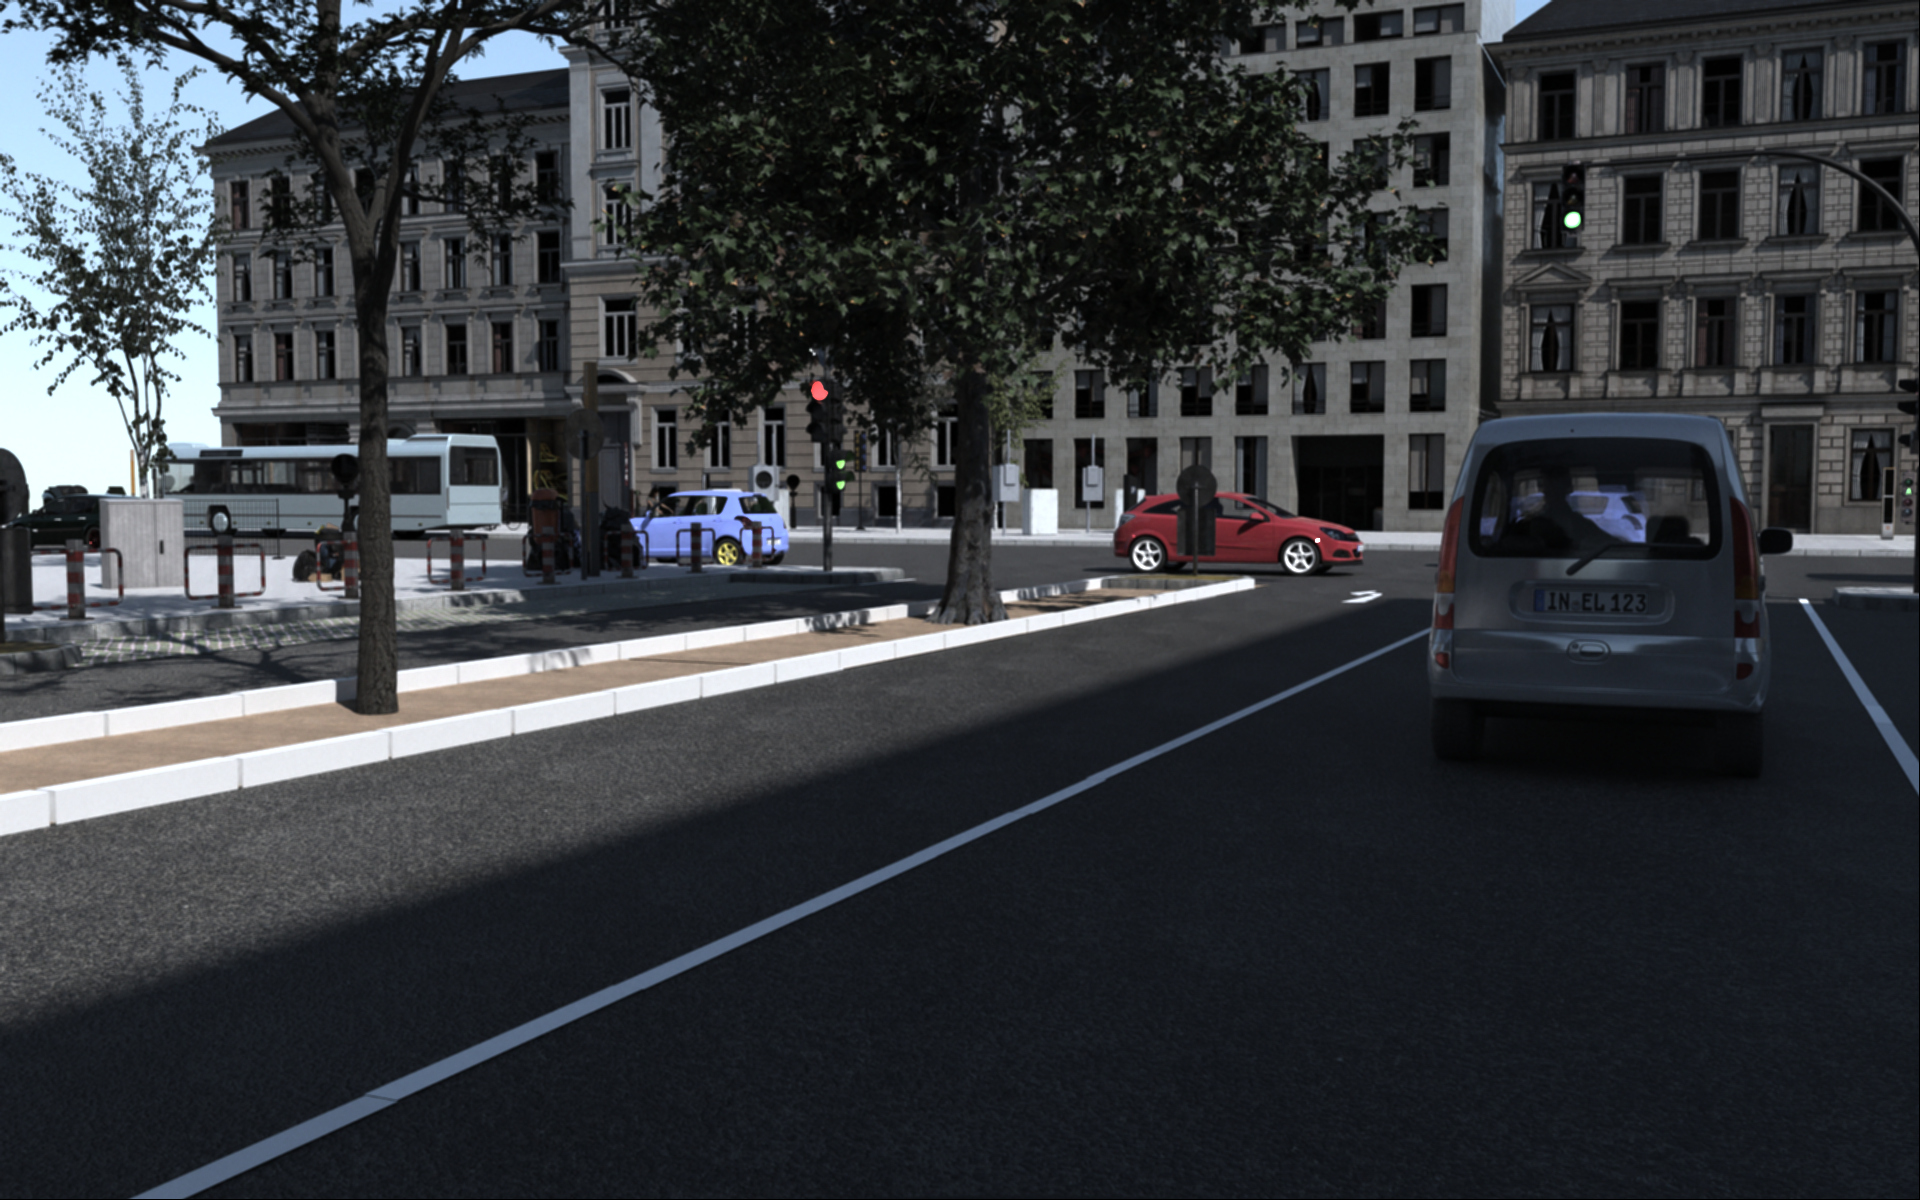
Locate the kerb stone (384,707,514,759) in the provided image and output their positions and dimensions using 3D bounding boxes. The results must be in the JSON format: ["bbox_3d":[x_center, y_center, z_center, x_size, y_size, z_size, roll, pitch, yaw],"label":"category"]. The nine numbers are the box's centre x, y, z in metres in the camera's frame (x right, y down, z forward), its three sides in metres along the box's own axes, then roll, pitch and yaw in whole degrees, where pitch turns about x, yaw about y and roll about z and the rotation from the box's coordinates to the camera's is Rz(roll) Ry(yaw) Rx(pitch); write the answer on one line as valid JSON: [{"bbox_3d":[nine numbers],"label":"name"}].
[{"bbox_3d":[-2.924,0.756,9.851,0.120,0.150,1.000,2,4,24],"label":"kerb stone"}]

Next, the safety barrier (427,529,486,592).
[{"bbox_3d":[-6.648,-0.527,22.894,0.300,0.817,1.120,2,4,24],"label":"safety barrier"}]

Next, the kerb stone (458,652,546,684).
[{"bbox_3d":[-3.605,0.534,13.471,0.120,0.150,1.000,2,4,24],"label":"kerb stone"}]

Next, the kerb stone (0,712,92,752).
[{"bbox_3d":[-5.281,0.762,9.730,0.120,0.150,1.000,2,4,24],"label":"kerb stone"}]

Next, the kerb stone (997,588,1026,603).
[{"bbox_3d":[0.602,-0.040,22.887,0.120,0.150,1.000,2,4,24],"label":"kerb stone"}]

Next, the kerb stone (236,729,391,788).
[{"bbox_3d":[-3.343,0.815,8.914,0.120,0.150,1.000,2,4,24],"label":"kerb stone"}]

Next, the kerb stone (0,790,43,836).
[{"bbox_3d":[-4.184,0.927,7.035,0.120,0.150,1.000,2,4,24],"label":"kerb stone"}]

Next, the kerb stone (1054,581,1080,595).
[{"bbox_3d":[1.453,-0.157,24.768,0.120,0.150,1.000,2,4,24],"label":"kerb stone"}]

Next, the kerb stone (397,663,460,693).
[{"bbox_3d":[-4.024,0.592,12.536,0.120,0.150,1.000,2,4,24],"label":"kerb stone"}]

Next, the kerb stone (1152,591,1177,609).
[{"bbox_3d":[2.525,0.009,22.047,0.120,0.150,1.000,2,4,24],"label":"kerb stone"}]

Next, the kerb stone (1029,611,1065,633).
[{"bbox_3d":[0.851,0.239,18.294,0.120,0.150,1.000,2,4,24],"label":"kerb stone"}]

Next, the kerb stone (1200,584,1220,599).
[{"bbox_3d":[3.365,-0.102,23.917,0.120,0.150,1.000,2,4,24],"label":"kerb stone"}]

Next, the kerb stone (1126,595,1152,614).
[{"bbox_3d":[2.097,0.068,21.116,0.120,0.150,1.000,2,4,24],"label":"kerb stone"}]

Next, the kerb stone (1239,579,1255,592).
[{"bbox_3d":[4.203,-0.217,25.799,0.120,0.150,1.000,2,4,24],"label":"kerb stone"}]

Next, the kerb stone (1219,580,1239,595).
[{"bbox_3d":[3.775,-0.161,24.856,0.120,0.150,1.000,2,4,24],"label":"kerb stone"}]

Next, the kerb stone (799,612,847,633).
[{"bbox_3d":[-1.505,0.249,18.183,0.120,0.150,1.000,2,4,24],"label":"kerb stone"}]

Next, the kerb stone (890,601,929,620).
[{"bbox_3d":[-0.658,0.131,20.060,0.120,0.150,1.000,2,4,24],"label":"kerb stone"}]

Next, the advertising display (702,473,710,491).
[{"bbox_3d":[-7.996,-3.016,54.523,0.123,1.923,0.974,-1,4,-16],"label":"advertising display"}]

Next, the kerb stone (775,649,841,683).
[{"bbox_3d":[-1.242,0.525,13.613,0.120,0.150,1.000,2,4,24],"label":"kerb stone"}]

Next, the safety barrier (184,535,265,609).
[{"bbox_3d":[-8.219,-0.313,19.386,0.300,0.817,1.120,2,4,24],"label":"safety barrier"}]

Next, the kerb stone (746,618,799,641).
[{"bbox_3d":[-1.922,0.306,17.232,0.120,0.150,1.000,2,4,24],"label":"kerb stone"}]

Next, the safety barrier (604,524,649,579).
[{"bbox_3d":[-5.077,-0.742,26.408,0.300,0.817,1.120,2,4,24],"label":"safety barrier"}]

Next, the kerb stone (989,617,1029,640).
[{"bbox_3d":[0.425,0.296,17.362,0.120,0.150,1.000,2,4,24],"label":"kerb stone"}]

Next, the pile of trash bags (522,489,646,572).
[{"bbox_3d":[-6.534,-1.197,29.326,1.912,1.369,3.447,0,4,4],"label":"pile of trash bags"}]

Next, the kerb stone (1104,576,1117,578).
[{"bbox_3d":[2.292,-0.272,26.653,0.120,0.150,1.000,2,4,24],"label":"kerb stone"}]

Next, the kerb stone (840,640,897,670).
[{"bbox_3d":[-0.825,0.468,14.551,0.120,0.150,1.000,2,4,24],"label":"kerb stone"}]

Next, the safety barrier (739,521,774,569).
[{"bbox_3d":[-3.504,-0.957,29.918,0.300,0.817,1.120,2,4,24],"label":"safety barrier"}]

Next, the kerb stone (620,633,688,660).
[{"bbox_3d":[-2.763,0.419,15.352,0.120,0.150,1.000,2,4,24],"label":"kerb stone"}]

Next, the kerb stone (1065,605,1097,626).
[{"bbox_3d":[1.272,0.188,19.228,0.120,0.150,1.000,2,4,24],"label":"kerb stone"}]

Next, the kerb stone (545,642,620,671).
[{"bbox_3d":[-3.193,0.478,14.422,0.120,0.150,1.000,2,4,24],"label":"kerb stone"}]

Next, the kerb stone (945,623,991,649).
[{"bbox_3d":[0.015,0.355,16.423,0.120,0.150,1.000,2,4,24],"label":"kerb stone"}]

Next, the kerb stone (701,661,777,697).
[{"bbox_3d":[-1.661,0.583,12.666,0.120,0.150,1.000,2,4,24],"label":"kerb stone"}]

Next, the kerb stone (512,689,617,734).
[{"bbox_3d":[-2.502,0.700,10.798,0.120,0.150,1.000,2,4,24],"label":"kerb stone"}]

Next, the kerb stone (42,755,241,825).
[{"bbox_3d":[-3.765,0.870,7.978,0.120,0.150,1.000,2,4,24],"label":"kerb stone"}]

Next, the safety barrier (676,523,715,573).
[{"bbox_3d":[-4.290,-0.850,28.169,0.300,0.817,1.120,2,4,24],"label":"safety barrier"}]

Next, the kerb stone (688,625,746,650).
[{"bbox_3d":[-2.349,0.361,16.291,0.120,0.150,1.000,2,4,24],"label":"kerb stone"}]

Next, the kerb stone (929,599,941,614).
[{"bbox_3d":[-0.242,0.074,21.001,0.120,0.150,1.000,2,4,24],"label":"kerb stone"}]

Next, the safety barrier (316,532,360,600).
[{"bbox_3d":[-7.429,-0.420,21.141,0.300,0.817,1.120,2,4,24],"label":"safety barrier"}]

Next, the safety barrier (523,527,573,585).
[{"bbox_3d":[-5.860,-0.635,24.658,0.300,0.817,1.120,2,4,24],"label":"safety barrier"}]

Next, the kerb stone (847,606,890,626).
[{"bbox_3d":[-1.080,0.188,19.117,0.120,0.150,1.000,2,4,24],"label":"kerb stone"}]

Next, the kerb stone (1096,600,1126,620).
[{"bbox_3d":[1.686,0.124,20.165,0.120,0.150,1.000,2,4,24],"label":"kerb stone"}]

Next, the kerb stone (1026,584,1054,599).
[{"bbox_3d":[1.025,-0.100,23.835,0.120,0.150,1.000,2,4,24],"label":"kerb stone"}]

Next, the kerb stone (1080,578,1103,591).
[{"bbox_3d":[1.864,-0.215,25.718,0.120,0.150,1.000,2,4,24],"label":"kerb stone"}]

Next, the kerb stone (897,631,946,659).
[{"bbox_3d":[-0.407,0.414,15.489,0.120,0.150,1.000,2,4,24],"label":"kerb stone"}]

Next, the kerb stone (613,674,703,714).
[{"bbox_3d":[-2.085,0.640,11.733,0.120,0.150,1.000,2,4,24],"label":"kerb stone"}]

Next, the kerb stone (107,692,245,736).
[{"bbox_3d":[-4.854,0.711,10.662,0.120,0.150,1.000,2,4,24],"label":"kerb stone"}]

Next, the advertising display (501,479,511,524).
[{"bbox_3d":[-19.276,-4.179,73.532,0.123,1.923,0.974,-2,4,-32],"label":"advertising display"}]

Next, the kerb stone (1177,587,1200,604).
[{"bbox_3d":[2.948,-0.046,22.980,0.120,0.150,1.000,2,4,24],"label":"kerb stone"}]

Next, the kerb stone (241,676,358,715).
[{"bbox_3d":[-4.448,0.648,11.604,0.120,0.150,1.000,2,4,24],"label":"kerb stone"}]
